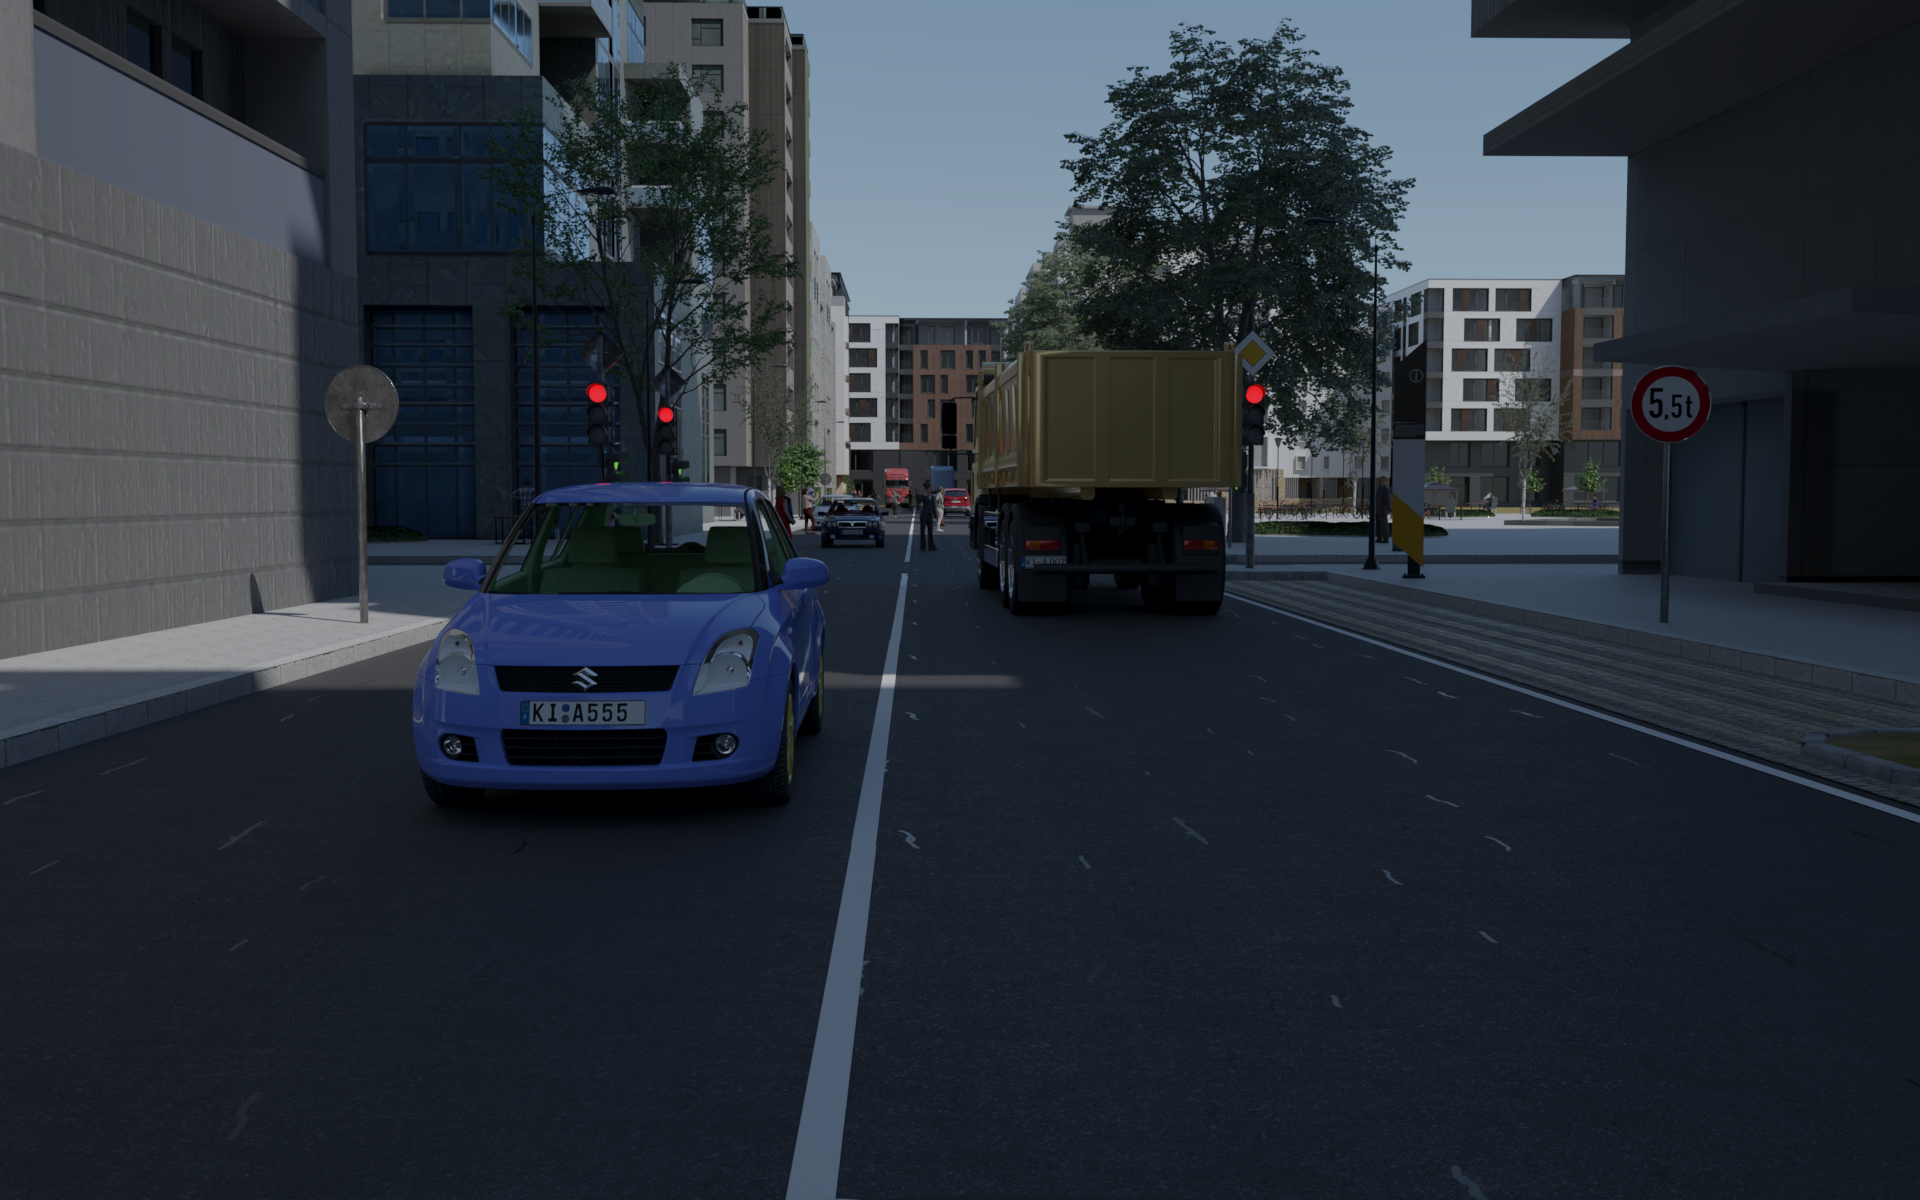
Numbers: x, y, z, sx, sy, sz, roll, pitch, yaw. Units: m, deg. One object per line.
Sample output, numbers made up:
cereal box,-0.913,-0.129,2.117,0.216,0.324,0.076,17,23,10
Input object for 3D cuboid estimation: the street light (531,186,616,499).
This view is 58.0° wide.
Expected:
street light,-5.885,-3.285,26.249,1.470,5.913,1.316,0,4,-1

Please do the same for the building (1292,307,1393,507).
building,37.670,-19.887,181.568,11.380,20.091,16.016,0,4,-1

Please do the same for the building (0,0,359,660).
building,-21.528,-28.966,15.596,28.212,58.520,21.231,0,4,-1

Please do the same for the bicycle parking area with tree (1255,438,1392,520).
bicycle parking area with tree,18.616,-6.244,89.093,8.231,4.147,9.016,-1,4,-9

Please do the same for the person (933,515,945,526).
person,-0.975,-3.706,77.372,0.655,0.850,0.859,0,4,-2

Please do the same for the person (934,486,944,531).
person,-0.817,-3.516,66.710,0.376,1.734,0.841,0,4,-5

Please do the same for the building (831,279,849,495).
building,-17.627,-17.954,149.967,16.016,20.091,11.380,0,4,-1

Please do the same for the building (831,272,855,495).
building,-27.622,-20.128,173.071,32.646,21.610,27.936,0,4,-1

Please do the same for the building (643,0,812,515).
building,-16.367,-20.301,103.619,14.160,30.474,14.107,0,4,-1

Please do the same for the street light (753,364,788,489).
street light,-6.843,-5.476,62.074,1.470,5.913,1.316,0,4,-1

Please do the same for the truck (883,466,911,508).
truck,-6.496,-11.566,178.014,2.839,4.237,11.283,0,4,-2

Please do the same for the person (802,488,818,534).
person,-5.320,-3.150,61.470,0.566,1.644,0.517,0,4,4

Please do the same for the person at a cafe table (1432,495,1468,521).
person at a cafe table,23.981,-4.516,84.692,1.698,1.238,1.726,1,4,15

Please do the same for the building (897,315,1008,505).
building,9.055,-22.488,211.658,32.646,21.610,27.936,0,4,-1

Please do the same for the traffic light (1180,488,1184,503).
traffic light,4.797,-2.991,37.816,0.839,4.253,0.868,0,4,-1

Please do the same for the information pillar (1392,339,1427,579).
information pillar,6.829,-2.136,26.285,0.504,3.616,0.183,1,4,14

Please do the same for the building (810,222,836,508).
building,-18.330,-16.020,128.380,16.747,18.905,31.486,0,4,-1

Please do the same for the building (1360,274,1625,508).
building,60.322,-20.260,175.233,32.646,21.610,27.936,0,4,-1

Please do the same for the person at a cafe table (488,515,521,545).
person at a cafe table,-11.114,-2.060,44.543,1.726,1.238,1.698,-2,4,-24

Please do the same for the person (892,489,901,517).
person,-3.997,-5.980,106.997,0.376,1.734,0.841,-2,4,-28

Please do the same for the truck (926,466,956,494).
truck,-1.526,-10.483,161.151,2.967,4.110,18.799,0,4,-2

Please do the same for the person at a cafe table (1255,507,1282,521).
person at a cafe table,12.973,-3.959,75.596,1.726,1.238,1.698,0,4,-8

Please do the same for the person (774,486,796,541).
person,-3.895,-1.730,38.492,0.444,1.614,0.593,-1,4,-13

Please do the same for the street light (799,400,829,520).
street light,-7.312,-6.942,86.040,1.470,5.913,1.316,0,4,-1

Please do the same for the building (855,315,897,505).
building,-23.601,-22.488,211.653,32.646,21.610,27.936,0,4,-1

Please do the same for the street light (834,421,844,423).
street light,-8.047,-8.425,110.292,1.470,5.913,1.316,0,4,-1

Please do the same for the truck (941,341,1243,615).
truck,1.634,-1.731,24.222,3.469,3.379,9.791,0,4,-3

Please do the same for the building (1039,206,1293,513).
building,13.595,-16.096,119.586,16.016,20.091,11.380,0,4,-1

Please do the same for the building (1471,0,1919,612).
building,21.964,-25.999,14.330,28.713,52.752,27.495,0,4,-1

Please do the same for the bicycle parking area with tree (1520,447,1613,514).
bicycle parking area with tree,38.946,-7.287,106.148,8.231,4.147,9.016,1,4,10

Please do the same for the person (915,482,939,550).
person,-0.851,-2.111,43.821,0.445,1.727,0.742,1,4,22

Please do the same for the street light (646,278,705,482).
street light,-6.193,-3.968,37.420,1.470,5.913,1.316,0,4,-1

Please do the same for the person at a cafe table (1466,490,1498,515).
person at a cafe table,32.443,-6.018,106.912,1.698,1.524,1.622,-2,4,-29

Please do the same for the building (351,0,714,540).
building,-20.013,-45.766,60.943,22.319,86.520,31.000,0,4,-1

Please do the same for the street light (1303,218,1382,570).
street light,6.459,-3.470,29.274,1.470,5.913,1.316,0,4,-1

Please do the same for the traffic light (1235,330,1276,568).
traffic light,4.995,-2.502,29.834,0.839,4.253,0.868,0,4,-1

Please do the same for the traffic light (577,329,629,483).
traffic light,-6.103,-2.485,29.544,0.839,4.253,0.868,0,4,-1

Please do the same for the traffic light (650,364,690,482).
traffic light,-6.300,-2.973,37.526,0.839,4.253,0.868,0,4,-1

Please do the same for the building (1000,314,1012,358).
building,13.137,-18.743,172.904,16.747,18.905,31.486,0,4,-1

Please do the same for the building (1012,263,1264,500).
building,13.737,-16.814,141.371,16.747,18.905,31.486,0,4,-1

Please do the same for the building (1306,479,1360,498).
building,41.233,-20.865,207.593,31.486,18.905,16.747,0,4,-1
